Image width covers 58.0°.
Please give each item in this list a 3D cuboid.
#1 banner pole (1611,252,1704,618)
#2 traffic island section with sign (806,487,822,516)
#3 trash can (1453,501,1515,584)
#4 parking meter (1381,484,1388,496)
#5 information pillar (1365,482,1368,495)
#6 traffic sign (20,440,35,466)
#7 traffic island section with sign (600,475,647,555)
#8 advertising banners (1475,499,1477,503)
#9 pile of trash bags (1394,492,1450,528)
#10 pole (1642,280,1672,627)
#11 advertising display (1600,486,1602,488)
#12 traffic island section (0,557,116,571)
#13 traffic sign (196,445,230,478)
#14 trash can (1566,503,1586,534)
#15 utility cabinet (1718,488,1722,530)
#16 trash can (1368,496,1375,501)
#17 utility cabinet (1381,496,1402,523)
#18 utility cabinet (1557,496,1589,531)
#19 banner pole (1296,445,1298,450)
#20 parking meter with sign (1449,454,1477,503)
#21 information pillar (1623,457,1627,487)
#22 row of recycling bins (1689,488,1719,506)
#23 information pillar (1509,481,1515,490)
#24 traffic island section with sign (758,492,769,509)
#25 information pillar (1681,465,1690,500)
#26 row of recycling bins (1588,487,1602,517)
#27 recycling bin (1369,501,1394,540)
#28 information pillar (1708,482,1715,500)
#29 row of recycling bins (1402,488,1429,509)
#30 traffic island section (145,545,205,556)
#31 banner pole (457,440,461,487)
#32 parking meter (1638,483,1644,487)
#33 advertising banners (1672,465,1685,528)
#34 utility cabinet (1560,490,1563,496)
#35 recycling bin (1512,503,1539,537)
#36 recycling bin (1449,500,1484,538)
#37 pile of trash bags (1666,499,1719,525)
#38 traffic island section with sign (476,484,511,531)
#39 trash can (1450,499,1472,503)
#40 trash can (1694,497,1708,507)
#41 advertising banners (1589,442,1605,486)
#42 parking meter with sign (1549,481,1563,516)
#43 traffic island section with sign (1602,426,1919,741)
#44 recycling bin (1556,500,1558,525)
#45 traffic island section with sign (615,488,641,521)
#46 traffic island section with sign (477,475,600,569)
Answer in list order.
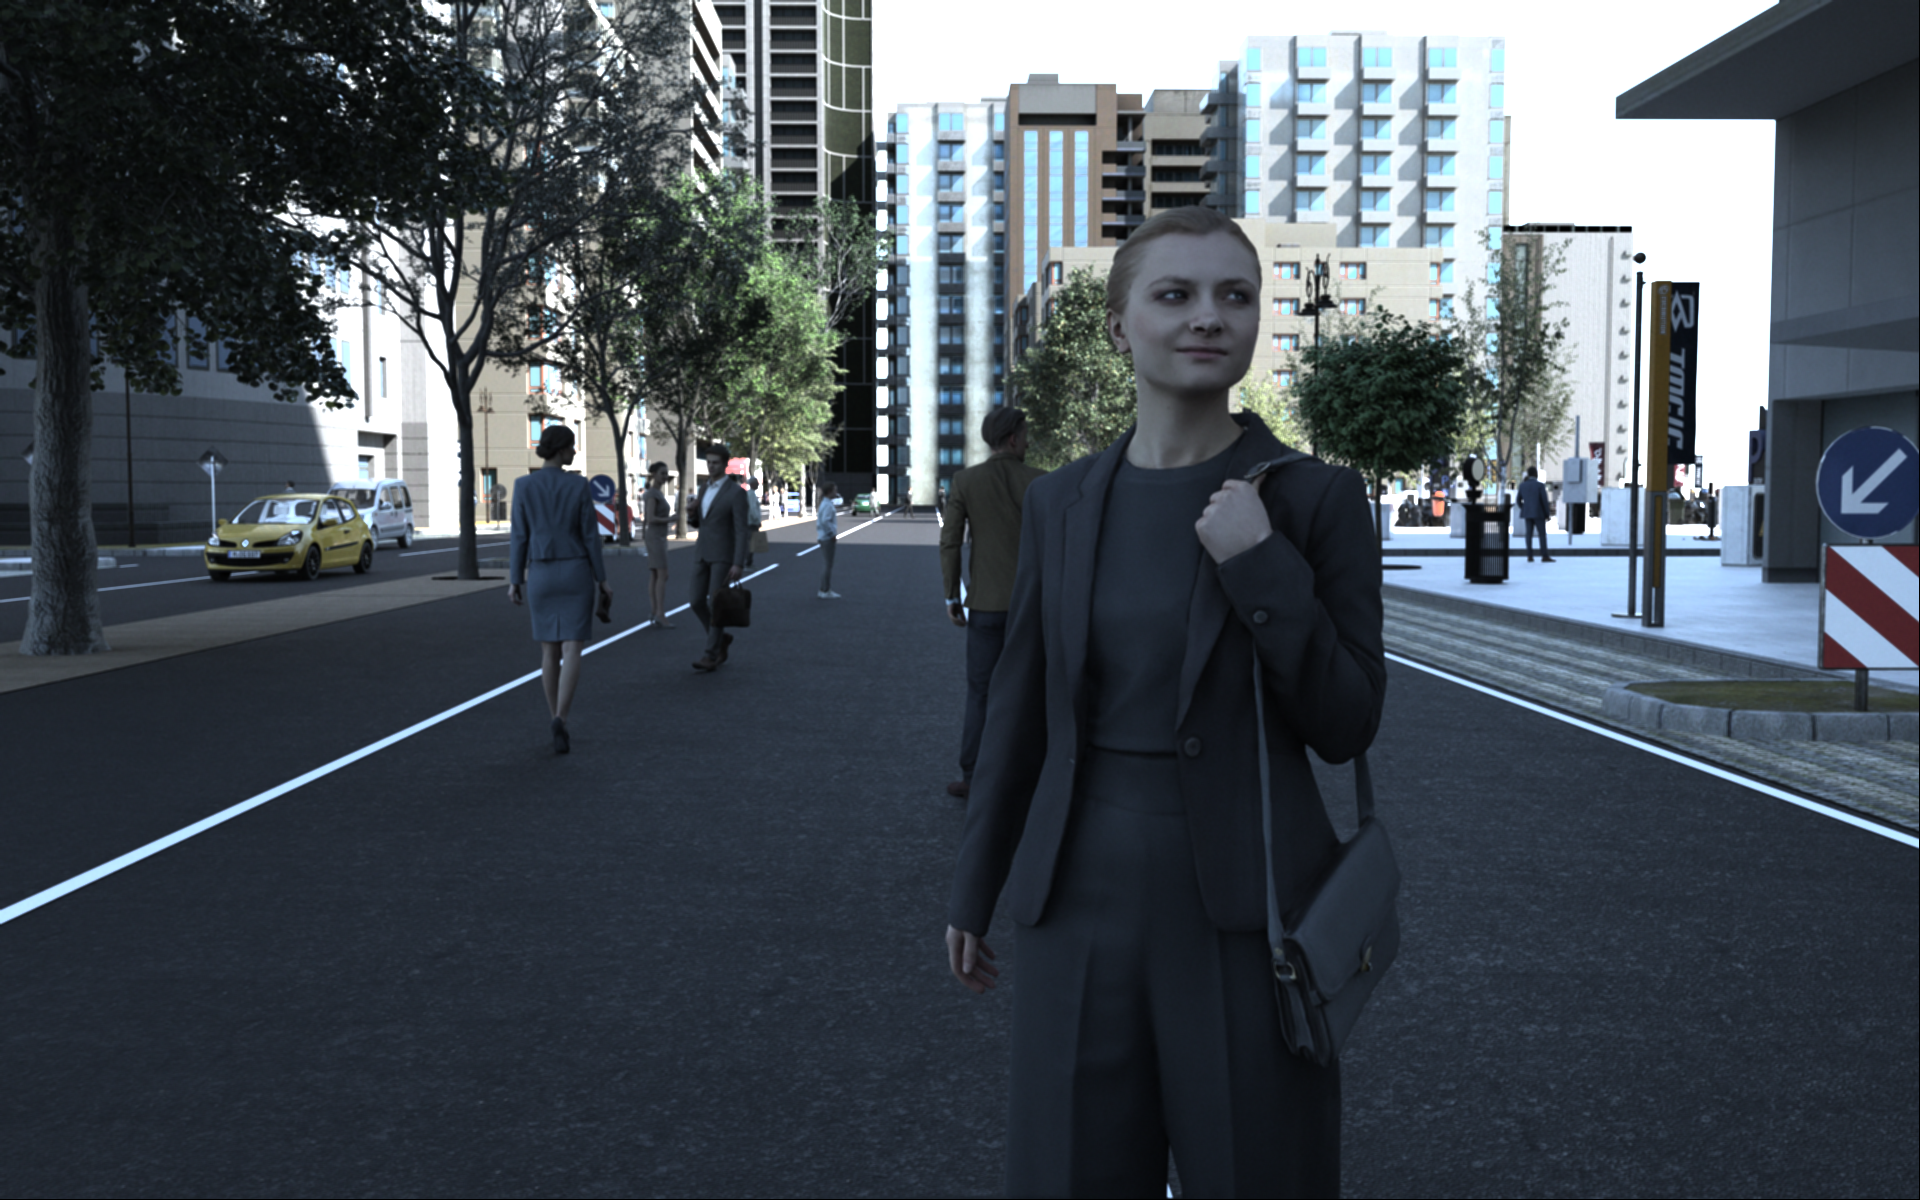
[{"bbox_3d":[7.254,-1.711,17.992,0.863,3.779,0.401,0,4,1],"label":"banner pole"},{"bbox_3d":[-9.639,-6.628,116.496,2.006,1.907,1.989,0,4,-1],"label":"traffic island section with sign"},{"bbox_3d":[7.575,-0.809,24.888,0.748,1.137,0.748,0,3,0],"label":"trash can"},{"bbox_3d":[25.419,-5.990,103.641,0.399,1.863,0.255,3,4,36],"label":"parking meter"},{"bbox_3d":[25.422,-6.382,108.832,0.304,2.012,0.304,0,4,-6],"label":"information pillar"},{"bbox_3d":[-17.766,-1.916,33.510,0.795,2.593,0.064,0,4,-1],"label":"traffic sign"},{"bbox_3d":[-8.428,-2.032,41.367,2.006,1.907,1.989,0,4,-1],"label":"traffic island section with sign"},{"bbox_3d":[32.564,-7.004,110.698,0.090,3.025,2.074,-1,4,-8],"label":"advertising banners"},{"bbox_3d":[17.935,-3.467,66.432,1.912,1.369,3.447,0,4,-1],"label":"pile of trash bags"},{"bbox_3d":[6.698,-1.395,16.645,0.158,3.312,0.155,0,3,0],"label":"pole"},{"bbox_3d":[43.117,-6.871,117.558,0.123,1.923,0.974,-2,4,-29],"label":"advertising display"},{"bbox_3d":[-17.789,-0.691,33.576,2.009,0.180,2.903,0,4,-1],"label":"traffic island section"},{"bbox_3d":[-17.893,-2.404,41.494,0.795,2.593,0.064,0,4,-1],"label":"traffic sign"},{"bbox_3d":[19.682,-2.672,55.335,0.748,1.137,0.748,0,3,0],"label":"trash can"},{"bbox_3d":[26.923,-3.170,60.501,0.318,1.500,1.173,0,4,-1],"label":"utility cabinet"},{"bbox_3d":[27.139,-6.284,114.394,0.748,1.137,0.748,0,3,0],"label":"trash can"},{"bbox_3d":[18.811,-3.956,75.840,1.020,1.237,0.306,-1,4,-11],"label":"utility cabinet"},{"bbox_3d":[21.467,-3.026,60.633,0.306,1.237,1.020,-3,5,-42],"label":"utility cabinet"},{"bbox_3d":[16.911,-5.994,88.020,0.863,3.779,0.401,3,5,40],"label":"banner pole"},{"bbox_3d":[21.392,-4.778,74.388,1.738,3.016,0.543,-2,4,-25],"label":"parking meter with sign"},{"bbox_3d":[42.137,-7.240,109.723,0.183,3.616,0.504,2,4,34],"label":"information pillar"},{"bbox_3d":[48.362,-6.380,111.433,3.534,1.692,1.069,2,4,24],"label":"row of recycling bins"},{"bbox_3d":[31.337,-5.742,98.375,0.304,2.012,0.304,0,4,2],"label":"information pillar"},{"bbox_3d":[-19.655,-9.886,170.264,1.989,1.847,2.006,0,4,-1],"label":"traffic island section with sign"},{"bbox_3d":[39.151,-6.246,93.473,0.504,3.616,0.183,-1,4,-17],"label":"information pillar"},{"bbox_3d":[35.159,-5.441,96.078,1.069,1.692,3.534,-1,4,-15],"label":"row of recycling bins"},{"bbox_3d":[11.675,-2.184,48.267,0.722,1.027,0.722,2,4,24],"label":"recycling bin"},{"bbox_3d":[44.623,-6.016,102.858,0.304,2.012,0.304,3,5,43],"label":"information pillar"},{"bbox_3d":[29.057,-6.210,108.651,1.069,1.692,3.534,-2,4,-33],"label":"row of recycling bins"},{"bbox_3d":[-17.917,-1.179,41.560,2.009,0.180,2.903,0,4,-1],"label":"traffic island section"},{"bbox_3d":[-20.376,-4.960,71.111,0.863,3.779,0.401,-1,4,-21],"label":"banner pole"},{"bbox_3d":[36.792,-5.387,93.794,0.399,1.863,0.255,0,4,-4],"label":"parking meter"},{"bbox_3d":[26.564,-4.253,65.731,2.074,3.025,0.090,0,4,2],"label":"advertising banners"},{"bbox_3d":[35.368,-5.598,100.204,1.173,1.500,0.318,3,5,43],"label":"utility cabinet"},{"bbox_3d":[17.047,-2.403,51.848,0.722,1.027,0.722,-2,4,-33],"label":"recycling bin"},{"bbox_3d":[14.866,-2.340,50.807,0.722,1.027,0.722,-1,4,-14],"label":"recycling bin"},{"bbox_3d":[29.958,-3.833,72.426,3.447,1.369,1.912,0,4,1],"label":"pile of trash bags"},{"bbox_3d":[-18.003,-3.584,67.225,1.989,1.847,2.006,0,4,-1],"label":"traffic island section with sign"},{"bbox_3d":[15.765,-2.621,54.503,0.748,1.137,0.748,0,3,0],"label":"trash can"},{"bbox_3d":[38.289,-4.762,89.509,0.748,1.137,0.748,0,3,0],"label":"trash can"},{"bbox_3d":[22.161,-3.789,58.138,2.074,3.025,0.090,2,4,30],"label":"advertising banners"},{"bbox_3d":[35.425,-6.492,102.403,0.543,3.016,1.738,-3,5,-42],"label":"parking meter with sign"},{"bbox_3d":[5.224,-0.141,10.928,1.989,1.847,2.006,0,4,-1],"label":"traffic island section with sign"},{"bbox_3d":[25.124,-3.603,71.470,0.722,1.027,0.722,-1,4,-21],"label":"recycling bin"},{"bbox_3d":[-18.434,-5.232,94.177,1.989,1.847,2.006,0,4,-1],"label":"traffic island section with sign"},{"bbox_3d":[-8.319,-1.579,33.961,2.006,1.907,1.989,0,4,-1],"label":"traffic island section with sign"}]
